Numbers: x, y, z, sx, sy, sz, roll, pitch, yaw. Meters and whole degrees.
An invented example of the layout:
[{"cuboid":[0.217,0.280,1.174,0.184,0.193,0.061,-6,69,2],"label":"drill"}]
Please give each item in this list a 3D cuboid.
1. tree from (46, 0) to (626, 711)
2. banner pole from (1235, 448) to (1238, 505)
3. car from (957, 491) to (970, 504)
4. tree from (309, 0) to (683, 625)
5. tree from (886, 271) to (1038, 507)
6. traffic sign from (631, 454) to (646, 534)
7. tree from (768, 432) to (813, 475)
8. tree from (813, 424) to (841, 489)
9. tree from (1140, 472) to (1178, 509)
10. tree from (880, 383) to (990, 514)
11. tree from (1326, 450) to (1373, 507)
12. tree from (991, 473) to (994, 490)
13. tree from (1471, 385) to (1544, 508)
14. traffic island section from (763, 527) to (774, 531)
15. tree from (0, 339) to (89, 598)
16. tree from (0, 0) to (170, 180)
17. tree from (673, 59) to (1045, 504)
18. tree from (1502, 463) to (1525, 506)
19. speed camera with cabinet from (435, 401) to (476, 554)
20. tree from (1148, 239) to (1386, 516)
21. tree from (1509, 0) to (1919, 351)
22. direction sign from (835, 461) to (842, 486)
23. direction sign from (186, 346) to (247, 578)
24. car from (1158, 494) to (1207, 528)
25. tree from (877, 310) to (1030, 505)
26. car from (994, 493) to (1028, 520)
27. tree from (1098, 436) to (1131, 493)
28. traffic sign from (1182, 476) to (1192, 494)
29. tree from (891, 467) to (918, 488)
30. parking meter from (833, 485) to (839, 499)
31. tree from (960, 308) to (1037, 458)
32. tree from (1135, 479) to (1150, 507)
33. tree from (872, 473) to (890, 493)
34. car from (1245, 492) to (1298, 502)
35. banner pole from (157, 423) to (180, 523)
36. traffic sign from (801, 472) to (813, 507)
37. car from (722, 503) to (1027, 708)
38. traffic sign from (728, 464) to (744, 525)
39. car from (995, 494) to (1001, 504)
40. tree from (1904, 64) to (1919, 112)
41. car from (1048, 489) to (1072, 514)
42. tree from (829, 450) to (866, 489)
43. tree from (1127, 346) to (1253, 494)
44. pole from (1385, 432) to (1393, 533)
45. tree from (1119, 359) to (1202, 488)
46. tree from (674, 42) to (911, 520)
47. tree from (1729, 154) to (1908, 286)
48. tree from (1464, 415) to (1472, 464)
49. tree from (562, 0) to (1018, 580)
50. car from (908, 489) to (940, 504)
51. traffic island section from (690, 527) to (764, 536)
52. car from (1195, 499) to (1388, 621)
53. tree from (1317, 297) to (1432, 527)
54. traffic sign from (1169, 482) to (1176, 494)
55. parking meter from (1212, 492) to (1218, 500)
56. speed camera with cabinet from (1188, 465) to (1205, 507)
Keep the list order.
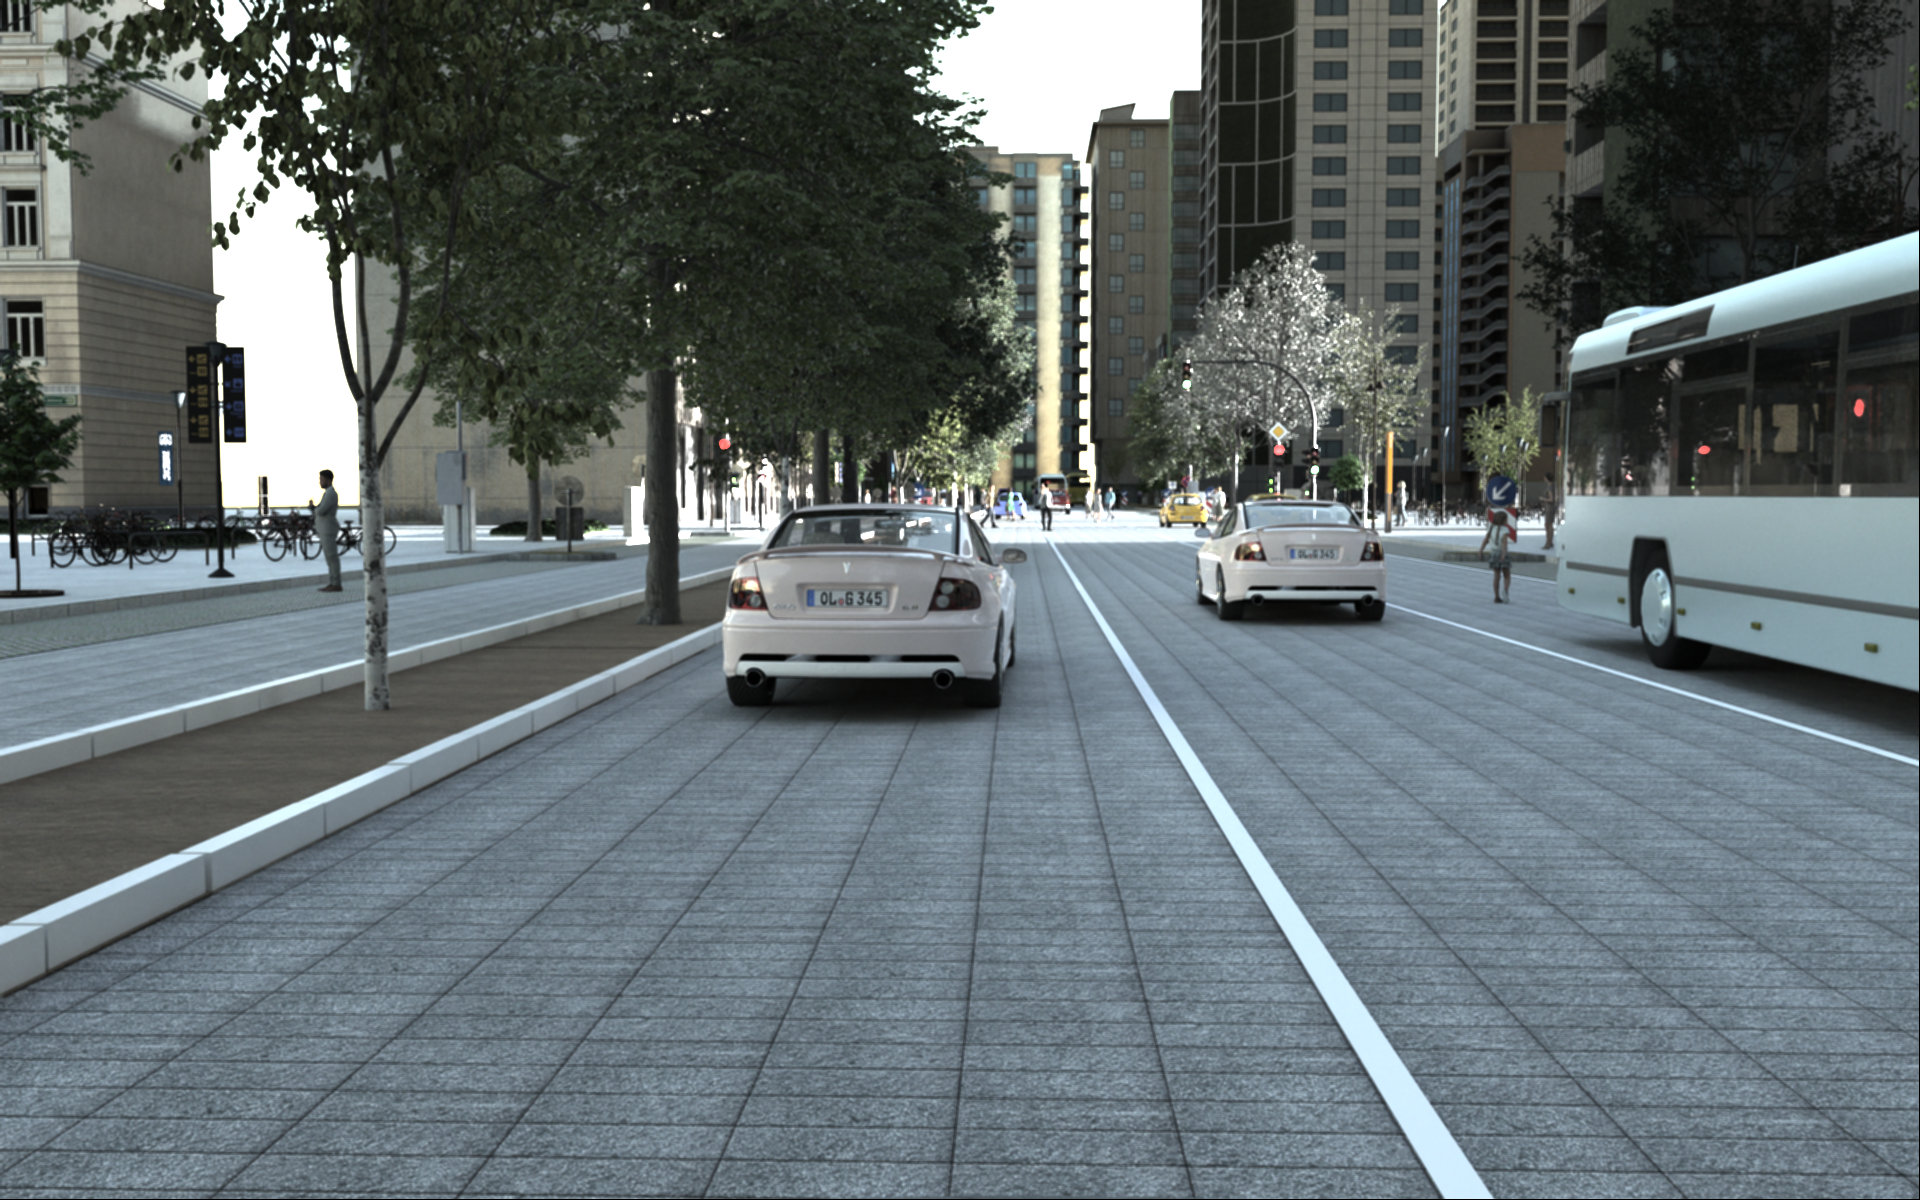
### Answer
[{"cuboid":[-3.819,-3.556,10.956,4.737,8.622,4.395,0,3,0],"label":"tree"},{"cuboid":[14.944,-6.339,93.653,0.401,3.779,0.863,1,4,18],"label":"banner pole"},{"cuboid":[0.276,-12.104,206.579,2.281,1.827,5.304,0,4,2],"label":"car"},{"cuboid":[-3.364,-6.024,19.078,7.486,12.596,7.792,0,3,0],"label":"tree"},{"cuboid":[-0.511,-10.956,88.241,9.857,13.997,8.962,0,3,0],"label":"tree"},{"cuboid":[-10.132,-3.370,55.209,0.768,2.556,0.104,1,4,10],"label":"traffic sign"},{"cuboid":[-10.059,-8.253,85.293,4.737,8.622,4.395,0,3,0],"label":"tree"},{"cuboid":[-9.060,-9.596,107.263,4.737,8.622,4.395,0,3,0],"label":"tree"},{"cuboid":[17.738,-10.434,154.312,4.285,4.588,4.351,0,3,0],"label":"tree"},{"cuboid":[-1.093,-7.372,73.346,4.737,8.622,4.395,0,3,0],"label":"tree"},{"cuboid":[28.381,-8.739,126.597,4.285,4.588,4.351,0,3,0],"label":"tree"},{"cuboid":[0.622,-10.756,128.677,4.737,8.622,4.395,0,3,0],"label":"tree"},{"cuboid":[37.756,-10.210,117.293,4.737,8.622,4.395,0,3,0],"label":"tree"},{"cuboid":[-7.803,-2.790,67.897,2.009,0.180,2.903,0,4,2],"label":"traffic island section"},{"cuboid":[-11.721,-1.658,21.703,1.663,3.219,1.824,0,3,0],"label":"tree"},{"cuboid":[-11.657,-5.554,16.563,9.928,11.665,9.643,0,3,0],"label":"tree"},{"cuboid":[-2.705,-7.528,42.552,9.611,12.733,9.660,0,3,0],"label":"tree"},{"cuboid":[34.386,-6.974,108.628,1.663,3.219,1.824,0,3,0],"label":"tree"},{"cuboid":[-10.954,-2.647,37.608,0.660,3.252,2.038,-1,4,-9],"label":"speed camera with cabinet"},{"cuboid":[15.123,-10.580,83.345,12.009,13.543,11.850,0,3,0],"label":"tree"},{"cuboid":[12.896,-5.785,28.991,7.601,10.594,8.767,0,4,4],"label":"tree"},{"cuboid":[-8.439,-7.850,120.342,0.379,3.537,0.876,2,4,30],"label":"direction sign"},{"cuboid":[-11.408,-2.119,26.643,0.876,3.537,0.379,0,4,-2],"label":"direction sign"},{"cuboid":[9.623,-3.958,74.936,2.015,1.641,3.980,0,4,1],"label":"car"},{"cuboid":[-0.958,-8.726,79.542,8.767,10.594,7.601,0,4,2],"label":"tree"},{"cuboid":[2.890,-5.435,98.459,1.945,1.707,3.694,0,4,4],"label":"car"},{"cuboid":[19.538,-16.361,217.862,4.737,8.622,4.395,0,3,0],"label":"tree"},{"cuboid":[16.255,-7.583,124.084,0.768,2.556,0.104,0,4,4],"label":"traffic sign"},{"cuboid":[-6.318,-13.130,198.394,4.285,4.588,4.351,0,3,0],"label":"tree"},{"cuboid":[-8.044,-6.526,112.404,0.399,1.863,0.255,-3,4,-36],"label":"parking meter"},{"cuboid":[-0.341,-11.867,106.848,12.009,13.543,11.850,0,3,0],"label":"tree"},{"cuboid":[19.123,-11.258,178.675,1.663,3.219,1.824,0,3,0],"label":"tree"},{"cuboid":[-7.240,-10.173,160.934,1.663,3.219,1.824,0,3,0],"label":"tree"},{"cuboid":[8.509,-2.285,47.588,2.015,1.641,3.980,0,4,2],"label":"car"},{"cuboid":[-27.717,-4.335,60.892,0.863,3.779,0.401,-2,4,-27],"label":"banner pole"},{"cuboid":[-8.924,-6.178,101.122,0.768,2.556,0.104,1,4,10],"label":"traffic sign"},{"cuboid":[-0.549,-0.042,13.044,2.083,1.381,4.827,0,4,4],"label":"car"},{"cuboid":[-9.390,-4.417,72.331,0.768,2.556,0.104,1,4,11],"label":"traffic sign"},{"cuboid":[4.323,-9.448,166.484,2.014,1.417,4.499,0,4,3],"label":"car"},{"cuboid":[12.562,-4.196,18.961,4.737,8.622,4.395,0,3,0],"label":"tree"},{"cuboid":[6.823,-7.012,123.318,2.281,1.827,5.304,0,4,3],"label":"car"},{"cuboid":[-8.310,-8.561,123.693,4.285,4.588,4.351,0,3,0],"label":"tree"},{"cuboid":[17.712,-13.273,134.024,9.611,12.733,9.660,0,3,0],"label":"tree"},{"cuboid":[14.118,-3.865,57.034,0.158,3.312,0.155,0,3,0],"label":"pole"},{"cuboid":[17.089,-13.898,145.352,7.486,12.596,7.792,0,3,0],"label":"tree"},{"cuboid":[-2.813,-4.575,27.617,4.360,8.622,3.978,0,3,0],"label":"tree"},{"cuboid":[18.466,-5.290,36.851,4.360,8.622,3.978,0,3,0],"label":"tree"},{"cuboid":[42.161,-11.514,138.618,4.737,8.622,4.395,0,3,0],"label":"tree"},{"cuboid":[-2.772,-6.909,33.540,7.486,12.596,7.792,0,3,0],"label":"tree"},{"cuboid":[-2.528,-6.876,121.089,2.281,1.827,5.304,0,4,3],"label":"car"},{"cuboid":[-8.082,-2.302,59.917,2.009,0.180,2.903,0,4,2],"label":"traffic island section"},{"cuboid":[3.935,-0.529,21.007,2.083,1.381,4.827,0,4,3],"label":"car"},{"cuboid":[15.599,-7.044,65.538,4.360,8.622,3.978,0,3,0],"label":"tree"},{"cuboid":[17.318,-8.500,141.099,0.606,2.300,0.079,0,4,3],"label":"traffic sign"},{"cuboid":[15.410,-5.900,104.871,0.372,1.533,0.369,0,3,0],"label":"parking meter"},{"cuboid":[16.243,-7.623,118.966,0.660,3.252,2.038,-1,4,-12],"label":"speed camera with cabinet"}]
